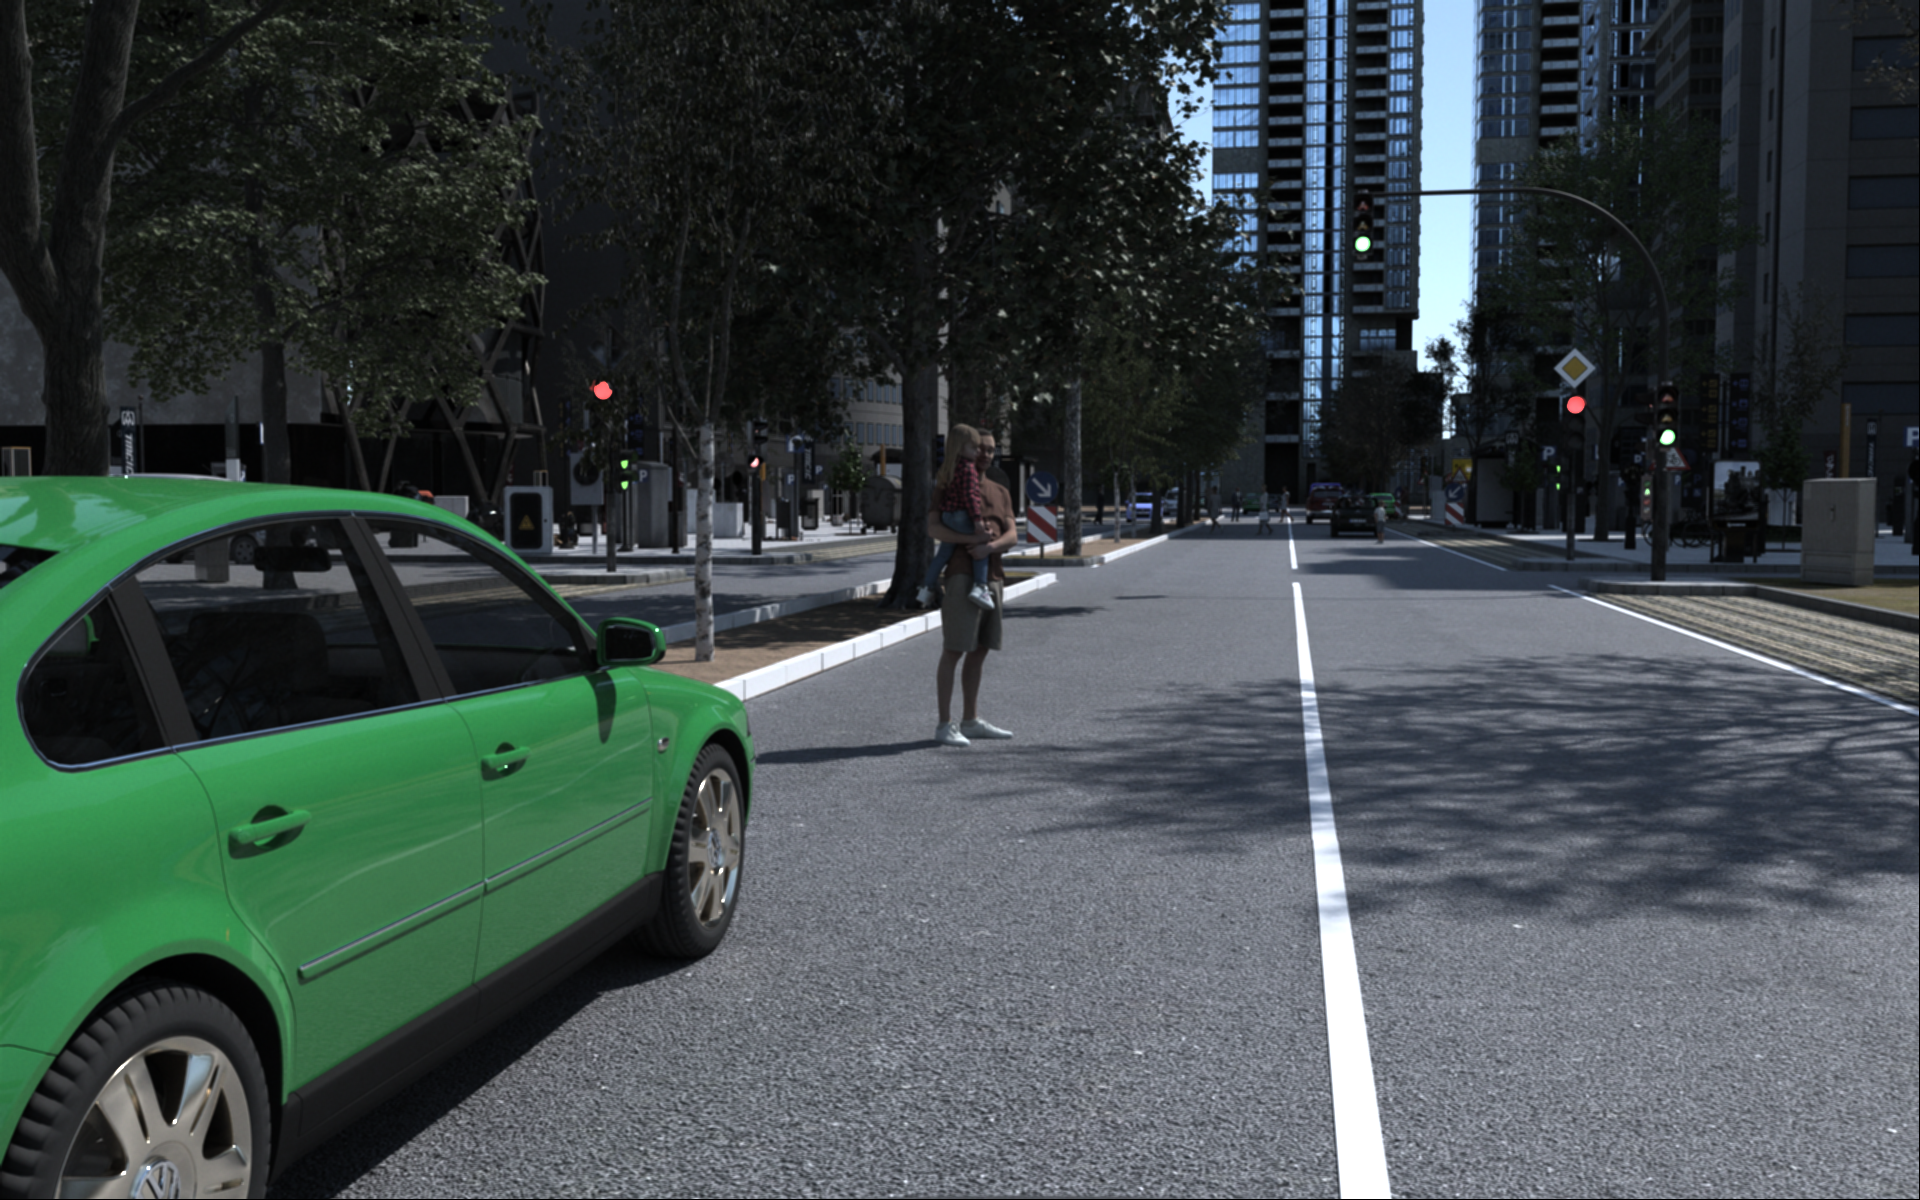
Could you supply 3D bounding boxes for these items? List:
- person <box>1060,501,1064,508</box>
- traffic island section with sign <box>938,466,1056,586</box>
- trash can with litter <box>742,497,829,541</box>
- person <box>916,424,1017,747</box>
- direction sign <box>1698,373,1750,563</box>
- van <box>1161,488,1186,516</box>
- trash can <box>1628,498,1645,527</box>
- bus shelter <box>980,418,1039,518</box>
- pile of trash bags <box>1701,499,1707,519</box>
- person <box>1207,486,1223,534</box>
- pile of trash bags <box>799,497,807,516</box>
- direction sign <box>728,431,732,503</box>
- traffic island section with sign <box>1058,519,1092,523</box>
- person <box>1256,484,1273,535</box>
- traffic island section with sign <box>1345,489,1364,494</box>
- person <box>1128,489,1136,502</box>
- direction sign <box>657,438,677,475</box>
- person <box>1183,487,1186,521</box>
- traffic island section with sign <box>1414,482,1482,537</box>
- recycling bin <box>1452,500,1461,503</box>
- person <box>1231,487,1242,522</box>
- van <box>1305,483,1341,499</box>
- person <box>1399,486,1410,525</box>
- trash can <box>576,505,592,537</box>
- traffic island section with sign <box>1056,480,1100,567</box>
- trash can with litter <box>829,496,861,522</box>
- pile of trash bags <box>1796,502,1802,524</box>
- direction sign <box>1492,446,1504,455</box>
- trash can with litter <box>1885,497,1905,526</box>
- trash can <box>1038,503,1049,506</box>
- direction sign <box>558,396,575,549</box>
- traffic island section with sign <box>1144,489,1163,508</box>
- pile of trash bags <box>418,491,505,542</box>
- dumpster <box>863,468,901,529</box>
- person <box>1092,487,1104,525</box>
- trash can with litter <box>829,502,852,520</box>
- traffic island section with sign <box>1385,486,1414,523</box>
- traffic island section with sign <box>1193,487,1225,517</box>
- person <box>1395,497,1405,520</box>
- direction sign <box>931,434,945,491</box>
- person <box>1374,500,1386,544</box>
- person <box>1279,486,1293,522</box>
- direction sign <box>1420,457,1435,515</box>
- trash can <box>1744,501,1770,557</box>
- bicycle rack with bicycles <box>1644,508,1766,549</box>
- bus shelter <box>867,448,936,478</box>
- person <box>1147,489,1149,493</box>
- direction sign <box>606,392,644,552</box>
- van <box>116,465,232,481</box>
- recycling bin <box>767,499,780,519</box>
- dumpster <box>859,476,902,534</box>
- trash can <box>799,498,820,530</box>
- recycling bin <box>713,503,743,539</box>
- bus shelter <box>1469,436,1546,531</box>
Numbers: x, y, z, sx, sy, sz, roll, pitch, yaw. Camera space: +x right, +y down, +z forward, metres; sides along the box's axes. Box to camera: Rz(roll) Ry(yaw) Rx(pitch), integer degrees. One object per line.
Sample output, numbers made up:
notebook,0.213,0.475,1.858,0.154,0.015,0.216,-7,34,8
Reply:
person,4.281,-3.629,68.188,0.716,1.782,0.532,0,4,8
traffic island section with sign,0.366,-1.198,27.716,2.006,1.907,1.989,1,4,11
trash can with litter,-5.059,-2.243,47.738,2.233,1.210,1.678,3,5,42
person,0.041,-0.092,9.977,0.573,1.828,0.580,0,4,4
direction sign,14.315,-2.478,32.510,0.876,3.537,0.379,1,4,10
van,14.530,-6.666,116.007,2.013,2.044,4.112,1,4,11
trash can,26.305,-3.404,67.315,0.748,1.137,0.748,0,3,0
bus shelter,2.599,-7.136,94.302,2.179,5.291,8.768,1,4,11
pile of trash bags,35.451,-4.326,80.483,3.447,1.369,1.912,-3,5,-42
person,9.267,-3.269,62.696,0.466,1.731,0.760,-3,5,-45
pile of trash bags,-10.422,-5.630,101.797,3.447,1.369,1.912,0,4,-1
direction sign,-8.050,-4.206,60.757,0.379,3.537,0.876,0,4,0
traffic island section with sign,5.634,-4.823,87.480,1.989,1.847,2.006,1,4,11
person,10.705,-3.177,60.802,0.624,1.780,0.694,1,4,11
traffic island section with sign,30.663,-7.634,133.450,1.989,1.847,2.006,1,4,11
person,10.291,-5.766,102.871,0.635,1.810,0.391,-2,4,-33
direction sign,-11.781,-4.756,69.759,0.876,3.537,0.379,1,4,20
person,11.463,-4.871,88.242,0.635,1.810,0.391,-1,4,-19
traffic island section with sign,16.610,-3.070,58.829,1.989,1.847,2.006,1,4,11
recycling bin,29.492,-5.480,102.152,0.722,1.027,0.722,2,4,34
person,14.386,-4.986,90.202,0.721,1.800,0.419,-1,4,-15
van,21.253,-5.900,100.845,2.240,2.365,5.245,1,4,11
person,20.548,-4.377,80.039,0.573,1.828,0.580,-1,4,-22
trash can,-11.337,-2.500,52.533,0.748,1.137,0.748,0,3,0
traffic island section with sign,1.747,-1.643,34.994,2.006,1.907,1.989,1,4,11
trash can with litter,-5.691,-4.218,80.026,1.678,1.210,2.233,-3,4,-38
pile of trash bags,35.468,-3.898,73.492,1.912,1.369,3.447,3,5,44
direction sign,25.259,-5.473,81.486,0.876,3.537,0.379,-2,4,-31
trash can with litter,37.584,-3.538,69.237,1.055,1.170,0.624,2,4,28
trash can,4.614,-5.158,95.991,0.748,1.137,0.748,0,3,0
direction sign,-9.224,-2.967,40.507,0.379,3.537,0.876,-2,4,-31
traffic island section with sign,14.867,-7.816,136.424,1.989,1.847,2.006,1,4,11
pile of trash bags,-13.093,-2.273,46.921,3.447,1.369,1.912,-2,4,-25
dumpster,-2.818,-3.816,64.889,1.502,2.255,1.985,1,4,11
person,6.471,-4.387,80.643,0.534,1.772,0.576,0,4,-7
trash can with litter,-5.900,-4.535,85.529,1.055,1.170,0.624,-3,4,-37
traffic island section with sign,21.651,-4.710,85.637,1.989,1.847,2.006,1,4,11
traffic island section with sign,15.649,-6.159,108.840,2.006,1.907,1.989,1,4,11
person,22.206,-4.823,87.130,0.659,1.850,0.755,-1,4,-18
direction sign,-0.998,-4.521,65.917,0.876,3.537,0.379,1,4,19
person,12.127,-2.254,50.036,0.332,1.250,0.352,2,4,26
person,16.342,-4.794,86.975,0.778,1.811,0.616,0,4,0
direction sign,28.557,-6.961,105.807,0.876,3.537,0.379,0,4,1
trash can,16.246,-1.467,35.632,0.748,1.137,0.748,0,3,0
bicycle rack with bicycles,18.053,-1.736,41.763,2.925,0.926,2.852,1,4,14
bus shelter,-2.581,-5.191,78.789,2.014,3.302,5.546,1,4,11
person,14.249,-7.501,131.135,1.348,1.826,0.705,-3,4,-37
direction sign,-7.463,-2.843,38.481,0.876,3.537,0.379,-1,4,-13
van,-15.149,-1.713,35.015,4.112,2.044,2.013,1,4,12
recycling bin,-9.643,-4.774,90.607,0.722,1.027,0.722,-2,4,-24
dumpster,-2.504,-3.093,56.335,1.264,1.857,1.865,1,4,11
trash can,-5.373,-3.075,61.937,0.748,1.137,0.748,0,3,0
recycling bin,-6.727,-2.305,50.247,0.722,1.027,0.722,1,4,9
bus shelter,19.736,-4.209,62.739,2.014,3.302,5.546,1,4,11
